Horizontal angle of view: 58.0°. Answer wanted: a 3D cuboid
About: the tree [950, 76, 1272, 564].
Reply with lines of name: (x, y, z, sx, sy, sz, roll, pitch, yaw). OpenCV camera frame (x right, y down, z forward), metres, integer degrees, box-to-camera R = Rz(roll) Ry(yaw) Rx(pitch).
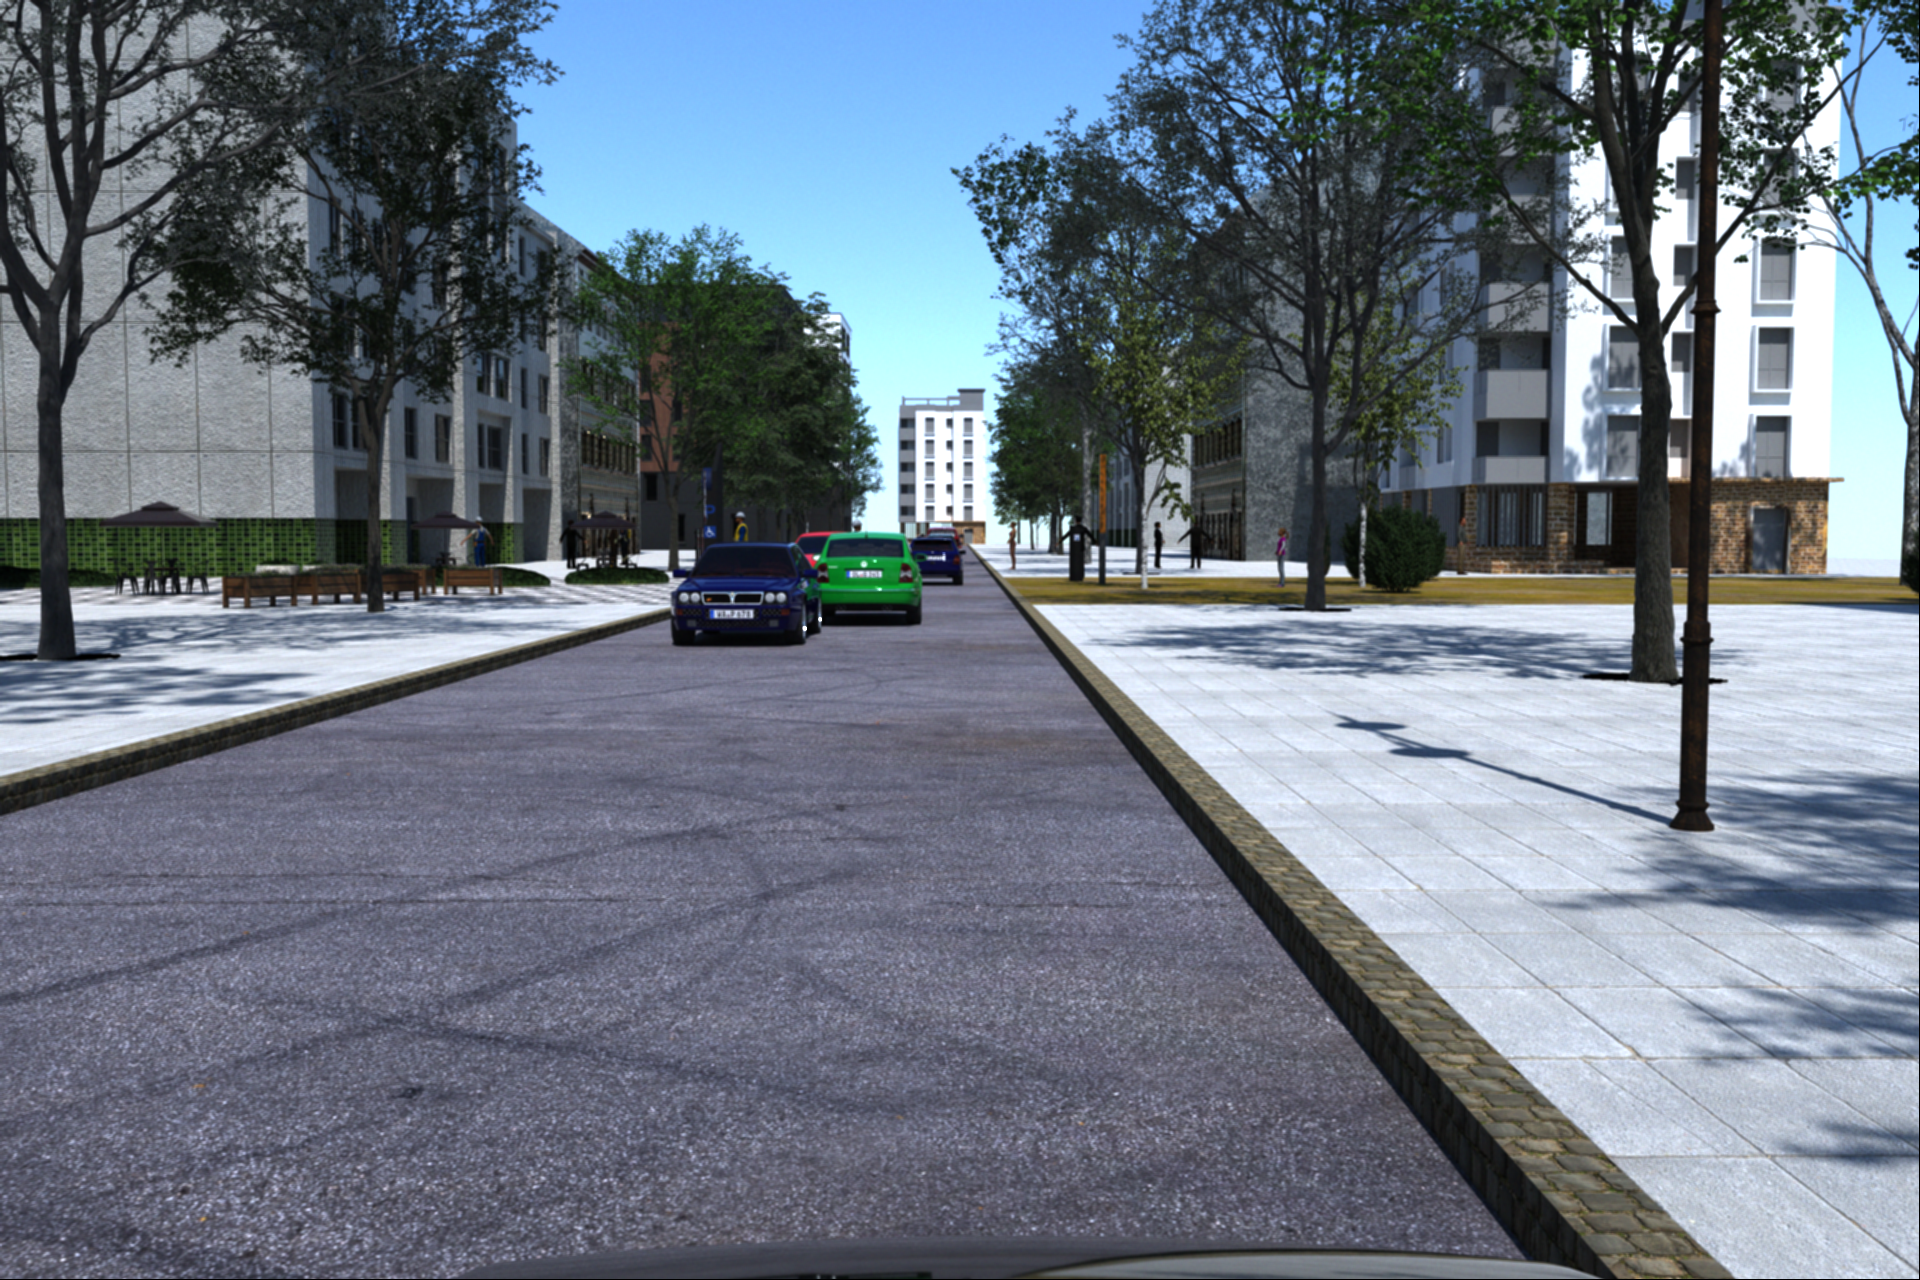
tree: (6.325, -13.229, 72.178, 12.611, 20.169, 13.585, 0, 3, 0)

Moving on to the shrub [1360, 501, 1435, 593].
shrub: (9.498, -2.035, 37.688, 1.690, 2.028, 1.600, 0, 3, 0)

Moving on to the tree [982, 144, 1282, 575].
tree: (5.658, -8.825, 54.661, 12.009, 13.543, 11.850, 0, 3, 0)

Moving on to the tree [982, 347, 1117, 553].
tree: (6.213, -12.751, 115.126, 9.857, 13.997, 8.962, 0, 3, 0)

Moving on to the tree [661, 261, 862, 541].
tree: (-9.207, -10.597, 79.915, 9.857, 13.997, 8.962, 0, 3, 0)

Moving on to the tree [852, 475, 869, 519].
tree: (-15.370, -17.908, 227.200, 7.601, 10.594, 8.767, 1, 4, 9)

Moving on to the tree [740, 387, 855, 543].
tree: (-10.103, -11.010, 105.776, 9.928, 11.665, 9.643, 0, 3, 0)

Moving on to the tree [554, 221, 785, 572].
tree: (-9.747, -8.120, 58.512, 9.928, 11.665, 9.643, 0, 3, 0)

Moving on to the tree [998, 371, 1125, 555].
tree: (6.139, -10.946, 104.720, 9.928, 11.665, 9.643, 0, 3, 0)

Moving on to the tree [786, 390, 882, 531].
tree: (-9.217, -12.104, 123.652, 9.928, 11.665, 9.643, 0, 3, 0)

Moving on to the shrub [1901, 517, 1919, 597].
shrub: (18.768, -1.762, 32.849, 1.661, 2.075, 1.752, 0, 3, 0)

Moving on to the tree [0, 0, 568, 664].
tree: (-9.301, -6.551, 17.478, 12.009, 13.543, 11.850, 0, 3, 0)

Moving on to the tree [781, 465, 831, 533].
tree: (-10.021, -10.002, 113.902, 4.360, 8.622, 3.978, 0, 3, 0)

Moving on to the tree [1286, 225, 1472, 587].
tree: (9.999, -5.591, 41.783, 4.737, 8.622, 4.395, 0, 3, 0)

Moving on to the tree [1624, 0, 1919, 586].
tree: (23.595, -11.511, 44.098, 12.611, 20.169, 13.585, 0, 3, 0)

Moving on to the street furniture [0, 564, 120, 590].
street furniture: (-25.127, -1.698, 43.386, 5.734, 0.657, 10.072, -3, 4, -39)

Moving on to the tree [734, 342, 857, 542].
tree: (-9.559, -10.188, 92.330, 9.928, 11.665, 9.643, 0, 3, 0)

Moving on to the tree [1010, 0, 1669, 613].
tree: (6.072, -7.223, 28.462, 12.009, 13.543, 11.850, 0, 3, 0)

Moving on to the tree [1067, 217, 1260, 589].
tree: (4.524, -5.496, 40.215, 4.737, 8.622, 4.395, 0, 3, 0)

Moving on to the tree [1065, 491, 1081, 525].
tree: (17.370, -18.921, 227.487, 7.486, 12.596, 7.792, 0, 3, 0)

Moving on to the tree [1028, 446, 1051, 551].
tree: (6.005, -11.006, 130.305, 4.737, 8.622, 4.395, 0, 3, 0)

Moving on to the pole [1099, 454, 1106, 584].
pole: (3.657, -3.097, 44.472, 0.158, 3.312, 0.155, 0, 3, 0)

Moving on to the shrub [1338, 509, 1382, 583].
shrub: (10.751, -2.498, 45.264, 1.690, 2.028, 1.600, 0, 3, 0)

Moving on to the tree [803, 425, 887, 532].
tree: (-9.522, -12.374, 136.727, 8.767, 10.594, 7.601, 1, 4, 16)

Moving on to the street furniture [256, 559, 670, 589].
street furniture: (-12.745, -1.736, 44.005, 10.072, 0.657, 5.734, 1, 4, 18)

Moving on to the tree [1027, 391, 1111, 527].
tree: (5.848, -8.272, 85.607, 4.360, 8.622, 3.978, 0, 3, 0)

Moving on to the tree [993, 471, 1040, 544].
tree: (8.102, -18.834, 226.057, 7.486, 12.596, 7.792, 0, 3, 0)

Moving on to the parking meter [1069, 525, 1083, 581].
parking meter: (3.156, -2.359, 46.985, 0.372, 1.533, 0.369, 0, 3, 0)

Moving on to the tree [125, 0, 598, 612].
tree: (-9.727, -5.714, 27.830, 8.767, 10.594, 7.601, 1, 4, 17)

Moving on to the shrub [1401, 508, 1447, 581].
shrub: (12.586, -2.634, 47.489, 1.690, 2.028, 1.600, 0, 3, 0)

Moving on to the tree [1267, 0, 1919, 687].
tree: (5.945, -5.450, 14.868, 9.928, 11.665, 9.643, 0, 3, 0)

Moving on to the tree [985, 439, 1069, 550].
tree: (5.478, -12.452, 138.001, 7.601, 10.594, 8.767, 1, 4, 12)
